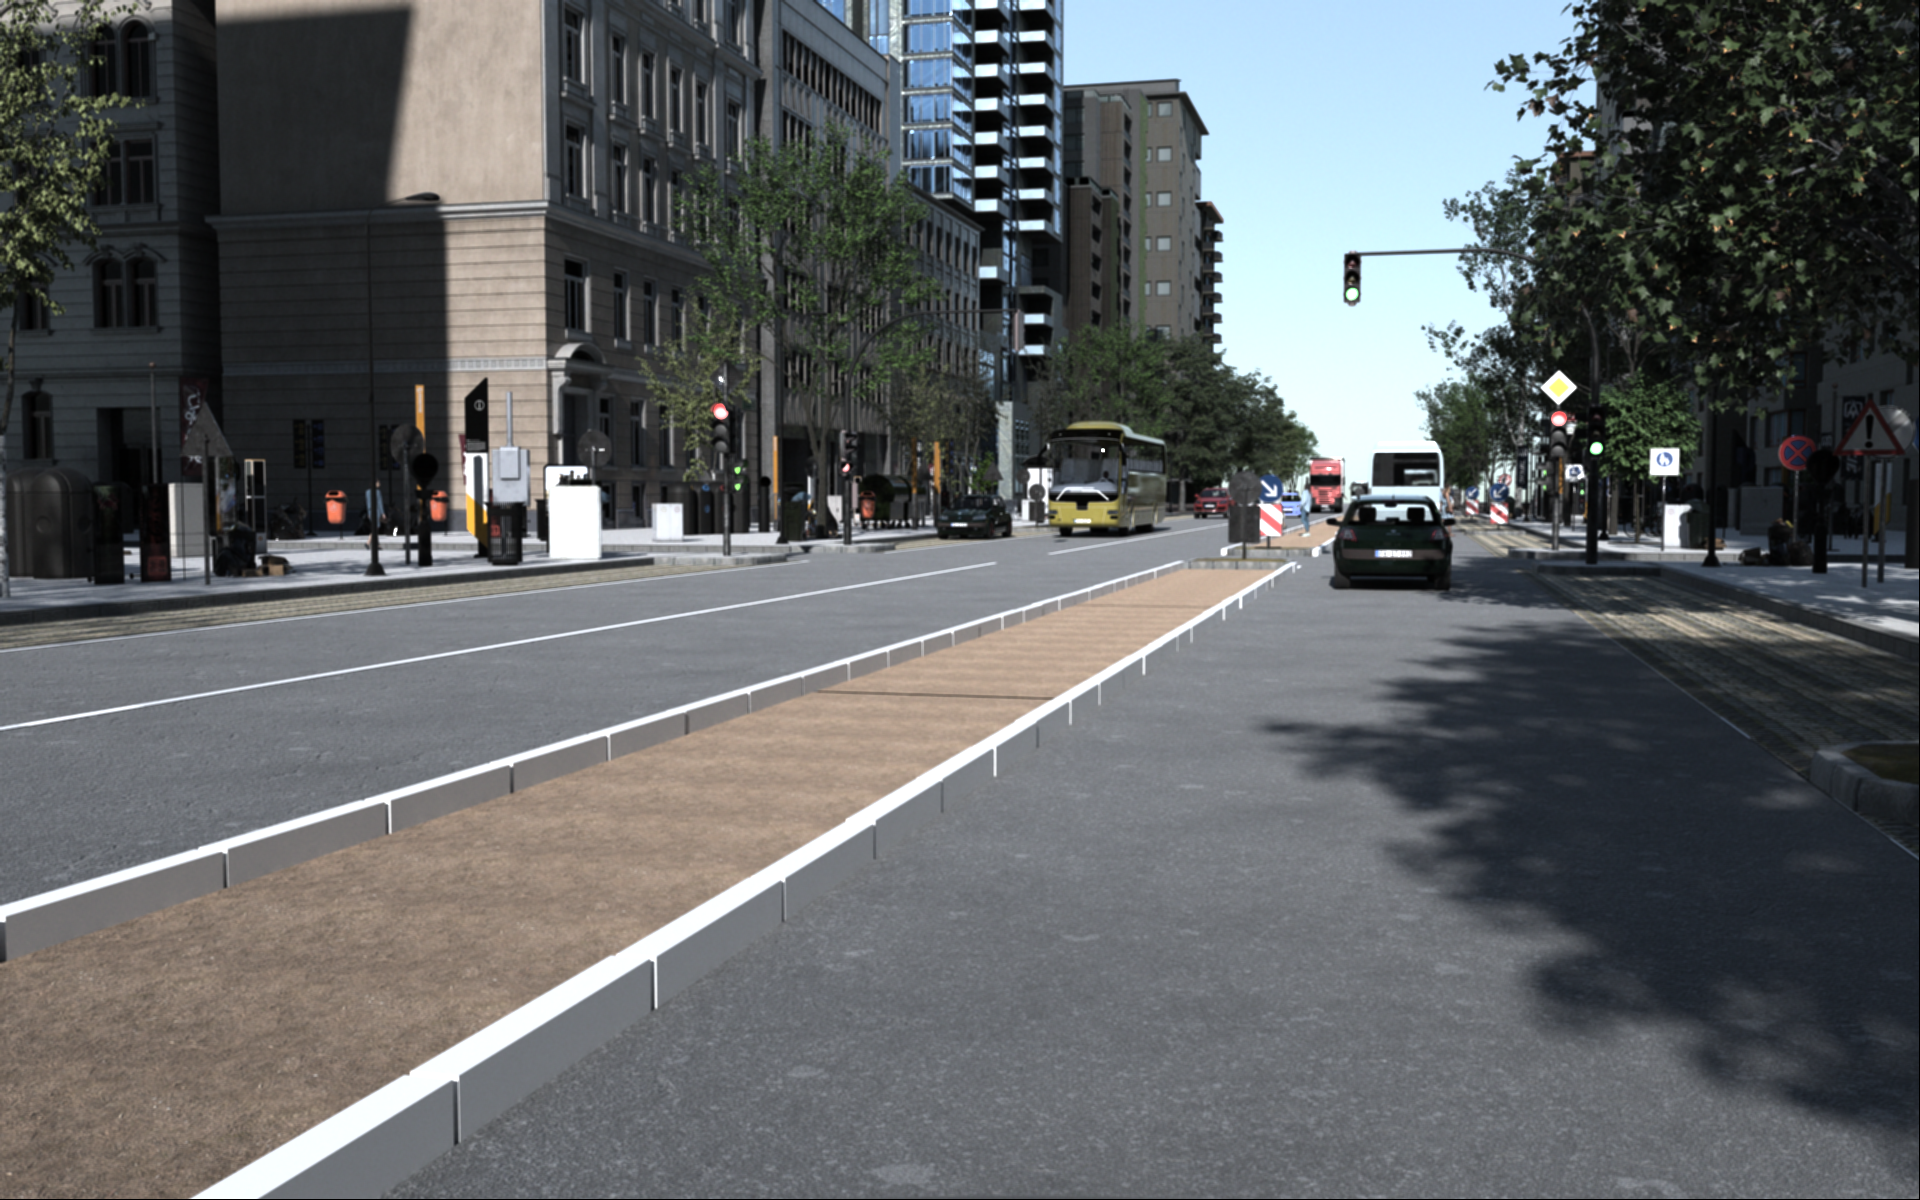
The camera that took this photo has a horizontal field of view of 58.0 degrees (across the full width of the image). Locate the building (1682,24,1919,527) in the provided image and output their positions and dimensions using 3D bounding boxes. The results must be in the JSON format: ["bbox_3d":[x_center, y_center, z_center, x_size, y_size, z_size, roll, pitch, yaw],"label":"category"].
[{"bbox_3d":[53.069,-14.736,85.971,27.650,21.520,28.899,1,4,14],"label":"building"}]

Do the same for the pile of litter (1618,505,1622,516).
[{"bbox_3d":[36.997,-4.990,95.548,1.176,0.858,1.719,-2,4,-29],"label":"pile of litter"}]

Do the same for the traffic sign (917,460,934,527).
[{"bbox_3d":[-1.434,-4.080,66.712,0.884,2.594,0.081,1,4,20],"label":"traffic sign"}]

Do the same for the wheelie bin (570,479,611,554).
[{"bbox_3d":[-7.790,-1.732,36.230,0.980,1.594,0.693,-1,4,-10],"label":"wheelie bin"}]

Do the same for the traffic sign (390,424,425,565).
[{"bbox_3d":[-10.034,-1.915,31.408,0.768,2.556,0.104,1,4,22],"label":"traffic sign"}]

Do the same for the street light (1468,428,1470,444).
[{"bbox_3d":[36.477,-9.141,121.989,1.470,5.913,1.316,1,4,14],"label":"street light"}]

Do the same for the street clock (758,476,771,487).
[{"bbox_3d":[-7.967,-4.039,70.605,0.471,2.002,0.358,-2,4,-25],"label":"street clock"}]

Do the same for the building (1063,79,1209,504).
[{"bbox_3d":[16.861,-39.041,227.561,28.713,52.752,27.495,1,4,14],"label":"building"}]

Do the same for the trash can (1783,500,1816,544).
[{"bbox_3d":[20.869,-1.922,43.085,0.748,1.137,0.748,0,3,0],"label":"trash can"}]

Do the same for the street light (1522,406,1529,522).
[{"bbox_3d":[25.612,-6.565,79.883,1.470,5.913,1.316,1,4,14],"label":"street light"}]

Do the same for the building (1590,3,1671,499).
[{"bbox_3d":[71.932,-34.561,154.315,28.713,52.752,27.495,1,4,14],"label":"building"}]

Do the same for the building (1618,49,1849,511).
[{"bbox_3d":[67.273,-26.757,129.359,32.217,40.220,23.993,1,4,14],"label":"building"}]

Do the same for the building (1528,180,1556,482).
[{"bbox_3d":[93.074,-38.184,243.919,23.786,49.044,30.456,1,4,14],"label":"building"}]

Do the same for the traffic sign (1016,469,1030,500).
[{"bbox_3d":[3.165,-5.333,87.305,0.768,2.556,0.104,1,4,22],"label":"traffic sign"}]

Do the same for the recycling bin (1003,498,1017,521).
[{"bbox_3d":[2.308,-4.327,83.299,0.722,1.027,0.722,-1,4,-17],"label":"recycling bin"}]

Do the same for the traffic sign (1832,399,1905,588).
[{"bbox_3d":[12.417,-1.450,23.709,0.884,2.594,0.081,1,4,21],"label":"traffic sign"}]

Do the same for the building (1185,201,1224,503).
[{"bbox_3d":[26.662,-36.679,254.329,22.147,44.769,28.867,1,4,14],"label":"building"}]

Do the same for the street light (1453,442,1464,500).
[{"bbox_3d":[44.735,-11.069,153.517,1.470,5.913,1.316,1,4,14],"label":"street light"}]

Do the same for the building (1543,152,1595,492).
[{"bbox_3d":[84.942,-34.309,215.569,22.147,44.769,28.867,1,4,14],"label":"building"}]

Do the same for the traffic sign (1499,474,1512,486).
[{"bbox_3d":[34.675,-6.732,110.177,0.768,2.556,0.104,1,4,22],"label":"traffic sign"}]

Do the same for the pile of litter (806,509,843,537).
[{"bbox_3d":[-4.212,-2.338,52.195,1.176,0.858,1.719,-2,4,-29],"label":"pile of litter"}]

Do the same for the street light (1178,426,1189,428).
[{"bbox_3d":[14.947,-8.918,118.352,1.470,5.913,1.316,1,4,14],"label":"street light"}]

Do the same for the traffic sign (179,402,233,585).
[{"bbox_3d":[-10.622,-1.491,24.384,0.884,2.594,0.081,1,4,16],"label":"traffic sign"}]

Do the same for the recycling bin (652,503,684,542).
[{"bbox_3d":[-7.879,-2.086,46.663,0.722,1.027,0.722,-1,4,-22],"label":"recycling bin"}]

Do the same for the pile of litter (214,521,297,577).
[{"bbox_3d":[-11.135,-0.828,27.501,1.176,0.858,1.719,1,4,20],"label":"pile of litter"}]

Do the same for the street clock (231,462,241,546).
[{"bbox_3d":[-15.906,-2.032,37.800,0.358,2.002,0.471,0,4,5],"label":"street clock"}]

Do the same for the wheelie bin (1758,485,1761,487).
[{"bbox_3d":[28.740,-3.327,62.305,0.693,1.594,0.980,2,4,30],"label":"wheelie bin"}]

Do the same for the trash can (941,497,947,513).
[{"bbox_3d":[-1.025,-5.199,96.665,0.748,1.137,0.748,0,3,0],"label":"trash can"}]

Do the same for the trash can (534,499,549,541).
[{"bbox_3d":[-11.260,-2.185,47.377,0.748,1.137,0.748,0,3,0],"label":"trash can"}]

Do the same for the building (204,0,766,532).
[{"bbox_3d":[-17.300,-17.252,67.982,13.634,28.700,20.117,1,4,14],"label":"building"}]

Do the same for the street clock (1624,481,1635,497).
[{"bbox_3d":[30.312,-4.520,78.468,0.471,2.002,0.358,1,4,18],"label":"street clock"}]

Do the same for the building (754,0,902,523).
[{"bbox_3d":[-11.537,-16.480,87.477,12.078,24.808,19.932,1,4,14],"label":"building"}]

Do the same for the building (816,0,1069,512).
[{"bbox_3d":[-3.283,-50.347,135.840,22.319,86.520,31.000,1,4,14],"label":"building"}]

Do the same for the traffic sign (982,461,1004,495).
[{"bbox_3d":[1.261,-4.096,66.975,0.884,2.594,0.081,1,4,16],"label":"traffic sign"}]

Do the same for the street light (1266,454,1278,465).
[{"bbox_3d":[35.732,-13.841,198.842,1.470,5.913,1.316,1,4,14],"label":"street light"}]

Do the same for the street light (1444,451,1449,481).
[{"bbox_3d":[52.937,-13.025,185.497,1.470,5.913,1.316,1,4,14],"label":"street light"}]

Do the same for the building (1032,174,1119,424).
[{"bbox_3d":[6.426,-23.645,158.297,14.160,30.474,14.107,1,4,14],"label":"building"}]

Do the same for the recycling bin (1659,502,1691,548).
[{"bbox_3d":[17.136,-1.757,41.277,0.722,1.027,0.722,1,4,23],"label":"recycling bin"}]

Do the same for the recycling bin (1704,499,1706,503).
[{"bbox_3d":[38.516,-4.674,88.968,0.722,1.027,0.722,-1,4,-19],"label":"recycling bin"}]

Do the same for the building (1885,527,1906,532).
[{"bbox_3d":[46.333,-12.844,55.045,28.899,21.520,27.650,1,4,14],"label":"building"}]

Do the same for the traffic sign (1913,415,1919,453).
[{"bbox_3d":[14.333,-1.546,25.386,0.768,2.556,0.104,1,4,21],"label":"traffic sign"}]

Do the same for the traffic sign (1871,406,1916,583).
[{"bbox_3d":[13.349,-1.525,25.038,0.768,2.556,0.104,1,4,18],"label":"traffic sign"}]

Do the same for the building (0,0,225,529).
[{"bbox_3d":[-36.558,-17.234,69.158,23.554,28.519,14.401,1,4,14],"label":"building"}]

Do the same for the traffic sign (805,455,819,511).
[{"bbox_3d":[-4.776,-3.477,56.952,0.768,2.556,0.104,1,4,21],"label":"traffic sign"}]

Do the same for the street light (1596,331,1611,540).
[{"bbox_3d":[17.435,-4.632,48.268,1.470,5.913,1.316,1,4,14],"label":"street light"}]

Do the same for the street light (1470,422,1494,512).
[{"bbox_3d":[33.827,-8.515,111.767,1.470,5.913,1.316,1,4,14],"label":"street light"}]

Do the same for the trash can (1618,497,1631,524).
[{"bbox_3d":[27.995,-3.774,73.363,0.748,1.137,0.748,0,3,0],"label":"trash can"}]

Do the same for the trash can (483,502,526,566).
[{"bbox_3d":[-8.184,-1.191,31.133,0.748,1.137,0.748,0,3,0],"label":"trash can"}]

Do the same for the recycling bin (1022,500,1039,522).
[{"bbox_3d":[3.344,-4.148,80.376,0.722,1.027,0.722,3,4,39],"label":"recycling bin"}]

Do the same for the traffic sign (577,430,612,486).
[{"bbox_3d":[-7.295,-2.104,34.511,0.768,2.556,0.104,1,4,17],"label":"traffic sign"}]

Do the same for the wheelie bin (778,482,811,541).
[{"bbox_3d":[-4.518,-2.398,47.116,0.980,1.594,0.693,1,4,10],"label":"wheelie bin"}]

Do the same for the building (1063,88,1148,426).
[{"bbox_3d":[10.491,-29.838,171.452,14.154,41.232,14.086,1,4,14],"label":"building"}]

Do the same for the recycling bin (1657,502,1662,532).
[{"bbox_3d":[23.648,-2.747,57.465,0.722,1.027,0.722,-1,4,-22],"label":"recycling bin"}]

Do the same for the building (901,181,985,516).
[{"bbox_3d":[-5.370,-15.691,105.692,9.793,20.994,18.267,1,4,14],"label":"building"}]

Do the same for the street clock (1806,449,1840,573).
[{"bbox_3d":[13.958,-1.437,28.064,0.471,2.002,0.358,1,4,16],"label":"street clock"}]

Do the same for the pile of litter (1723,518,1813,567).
[{"bbox_3d":[14.581,-1.052,31.161,1.719,0.858,1.176,1,4,9],"label":"pile of litter"}]

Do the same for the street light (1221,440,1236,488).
[{"bbox_3d":[23.135,-10.842,149.811,1.470,5.913,1.316,1,4,14],"label":"street light"}]

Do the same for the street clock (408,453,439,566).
[{"bbox_3d":[-9.518,-1.602,30.771,0.471,2.002,0.358,-3,4,-37],"label":"street clock"}]

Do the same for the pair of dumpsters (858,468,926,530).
[{"bbox_3d":[-2.558,-3.773,64.175,1.574,2.255,4.437,1,4,14],"label":"pair of dumpsters"}]
